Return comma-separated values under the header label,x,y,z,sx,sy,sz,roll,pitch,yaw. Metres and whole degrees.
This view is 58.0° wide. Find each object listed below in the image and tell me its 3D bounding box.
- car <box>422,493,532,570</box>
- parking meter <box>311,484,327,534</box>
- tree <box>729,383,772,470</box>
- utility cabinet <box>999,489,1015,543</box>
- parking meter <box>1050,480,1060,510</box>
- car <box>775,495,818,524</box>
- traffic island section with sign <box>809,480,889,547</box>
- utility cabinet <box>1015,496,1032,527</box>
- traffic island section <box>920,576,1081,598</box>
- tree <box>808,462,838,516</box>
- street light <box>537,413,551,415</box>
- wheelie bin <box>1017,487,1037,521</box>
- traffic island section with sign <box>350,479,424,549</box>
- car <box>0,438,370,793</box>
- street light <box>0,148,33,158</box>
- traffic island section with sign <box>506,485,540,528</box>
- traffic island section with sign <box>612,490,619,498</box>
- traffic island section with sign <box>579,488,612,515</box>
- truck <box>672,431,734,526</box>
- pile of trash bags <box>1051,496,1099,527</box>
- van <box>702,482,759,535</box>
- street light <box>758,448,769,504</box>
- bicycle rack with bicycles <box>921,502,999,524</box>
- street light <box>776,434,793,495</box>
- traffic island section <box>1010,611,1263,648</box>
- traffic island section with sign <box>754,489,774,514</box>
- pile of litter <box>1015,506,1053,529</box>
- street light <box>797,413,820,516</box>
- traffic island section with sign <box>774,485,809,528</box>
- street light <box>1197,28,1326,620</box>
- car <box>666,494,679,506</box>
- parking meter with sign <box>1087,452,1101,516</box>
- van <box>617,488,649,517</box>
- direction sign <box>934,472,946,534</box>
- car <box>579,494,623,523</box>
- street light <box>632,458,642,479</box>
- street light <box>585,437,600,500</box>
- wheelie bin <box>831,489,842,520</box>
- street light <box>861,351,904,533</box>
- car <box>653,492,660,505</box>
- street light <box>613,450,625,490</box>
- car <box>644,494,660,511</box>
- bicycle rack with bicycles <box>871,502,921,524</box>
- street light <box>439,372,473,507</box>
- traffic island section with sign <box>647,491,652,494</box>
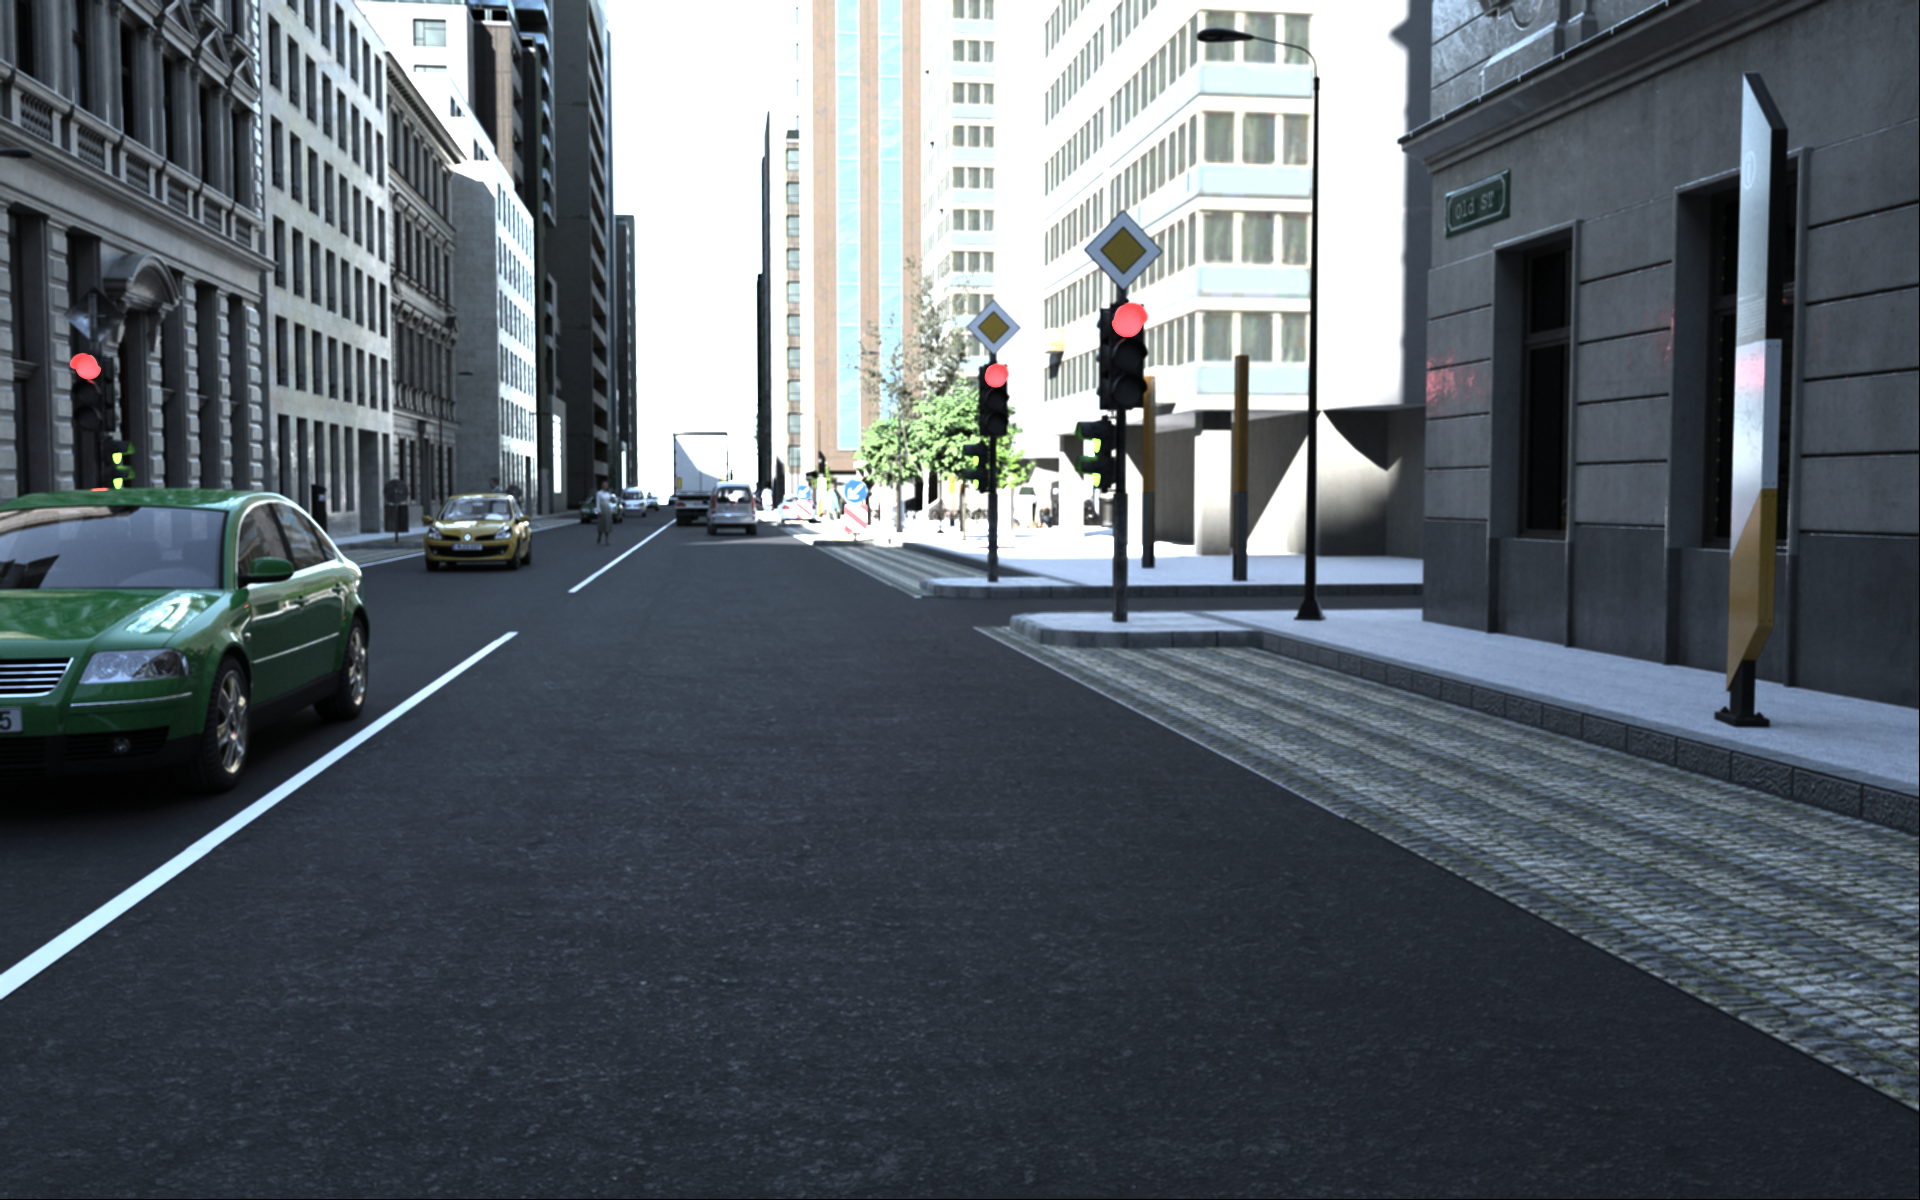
label,x,y,z,sx,sy,sz,roll,pitch,yaw
car,-9.384,-1.445,33.845,2.015,1.641,3.980,-1,4,-9
parking meter,-16.657,-2.239,45.023,0.372,1.533,0.369,0,3,0
tree,-19.342,-16.767,184.507,12.009,13.543,11.850,0,3,0
utility cabinet,1.210,-2.238,45.274,0.318,1.500,1.173,0,4,8
parking meter,3.962,-4.063,72.147,0.399,1.863,0.255,0,4,0
car,-7.710,-4.274,81.875,2.014,1.417,4.499,0,4,-8
traffic island section with sign,-3.063,-2.406,47.960,1.989,1.847,2.006,0,4,-8
utility cabinet,2.309,-3.491,68.245,1.020,1.237,0.306,0,4,-2
traffic island section,0.503,-0.187,25.335,2.009,0.180,2.903,0,4,-8
tree,-7.943,-6.615,102.763,1.663,3.219,1.824,0,3,0
street light,-24.050,-7.730,98.934,1.470,5.913,1.316,0,4,-8
wheelie bin,2.876,-4.073,74.501,0.980,1.594,0.693,2,4,29
traffic island section with sign,-14.871,-2.262,45.613,1.989,1.847,2.006,0,4,-8
car,-4.550,-0.049,9.603,1.959,1.807,4.718,0,4,-7
street light,-13.152,-3.107,23.338,1.470,5.913,1.316,0,4,-8
traffic island section with sign,-18.775,-3.935,72.963,1.989,1.847,2.006,0,4,-8
traffic island section with sign,-29.680,-8.607,149.347,1.989,1.847,2.006,0,4,-8
traffic island section with sign,-25.803,-6.945,122.179,1.989,1.847,2.006,0,4,-8
truck,-12.208,-5.713,82.325,2.839,4.237,11.283,0,4,-7
pile of trash bags,5.240,-3.622,68.965,3.447,1.369,1.912,1,4,10
van,-8.187,-3.364,62.014,2.013,2.044,4.112,-1,4,-10
street light,-19.586,-12.410,175.447,1.470,5.913,1.316,0,4,-8
bicycle rack with bicycles,0.385,-3.708,74.003,2.852,0.926,2.925,-2,4,-28
street light,-13.422,-9.812,132.961,1.470,5.913,1.316,0,4,-8
traffic island section,1.631,0.297,17.430,2.009,0.180,2.903,0,4,-8
traffic island section with sign,-13.959,-7.073,124.270,1.989,1.847,2.006,0,4,-8
pile of litter,2.905,-3.079,64.315,1.176,0.858,1.719,2,4,26
street light,-8.589,-7.746,99.190,1.470,5.913,1.316,0,4,-8
traffic island section with sign,-6.871,-4.038,74.646,1.989,1.847,2.006,0,4,-8
street light,3.052,-2.750,17.506,1.470,5.913,1.316,0,4,-8
car,-35.975,-12.753,218.295,2.009,1.686,4.222,-1,4,-9
parking meter with sign,5.735,-4.714,73.338,0.543,3.016,1.738,1,4,12
van,-20.851,-6.322,110.375,2.013,2.044,4.112,-1,4,-10
direction sign,-0.635,-3.900,55.756,0.876,3.537,0.379,3,4,36
car,-17.777,-4.536,85.963,2.131,1.459,4.920,0,4,-7
street light,-41.784,-15.385,224.085,1.470,5.913,1.316,0,4,-8
street light,-30.021,-10.322,141.309,1.470,5.913,1.316,0,4,-8
wheelie bin,-6.217,-4.782,86.096,0.693,1.594,0.980,0,4,1
street light,-2.507,-5.122,56.294,1.470,5.913,1.316,0,4,-8
car,-41.838,-13.862,236.228,1.945,1.707,3.694,-1,4,-8
street light,-35.730,-12.766,181.257,1.470,5.913,1.316,0,4,-8
car,-26.932,-8.422,149.502,2.131,1.459,4.920,0,4,-8
bicycle rack with bicycles,-2.860,-3.765,74.938,2.925,0.926,2.852,-1,4,-16
street light,-19.175,-5.707,65.850,1.470,5.913,1.316,0,4,-8
traffic island section with sign,-41.264,-13.575,230.570,1.989,1.847,2.006,0,4,-8
